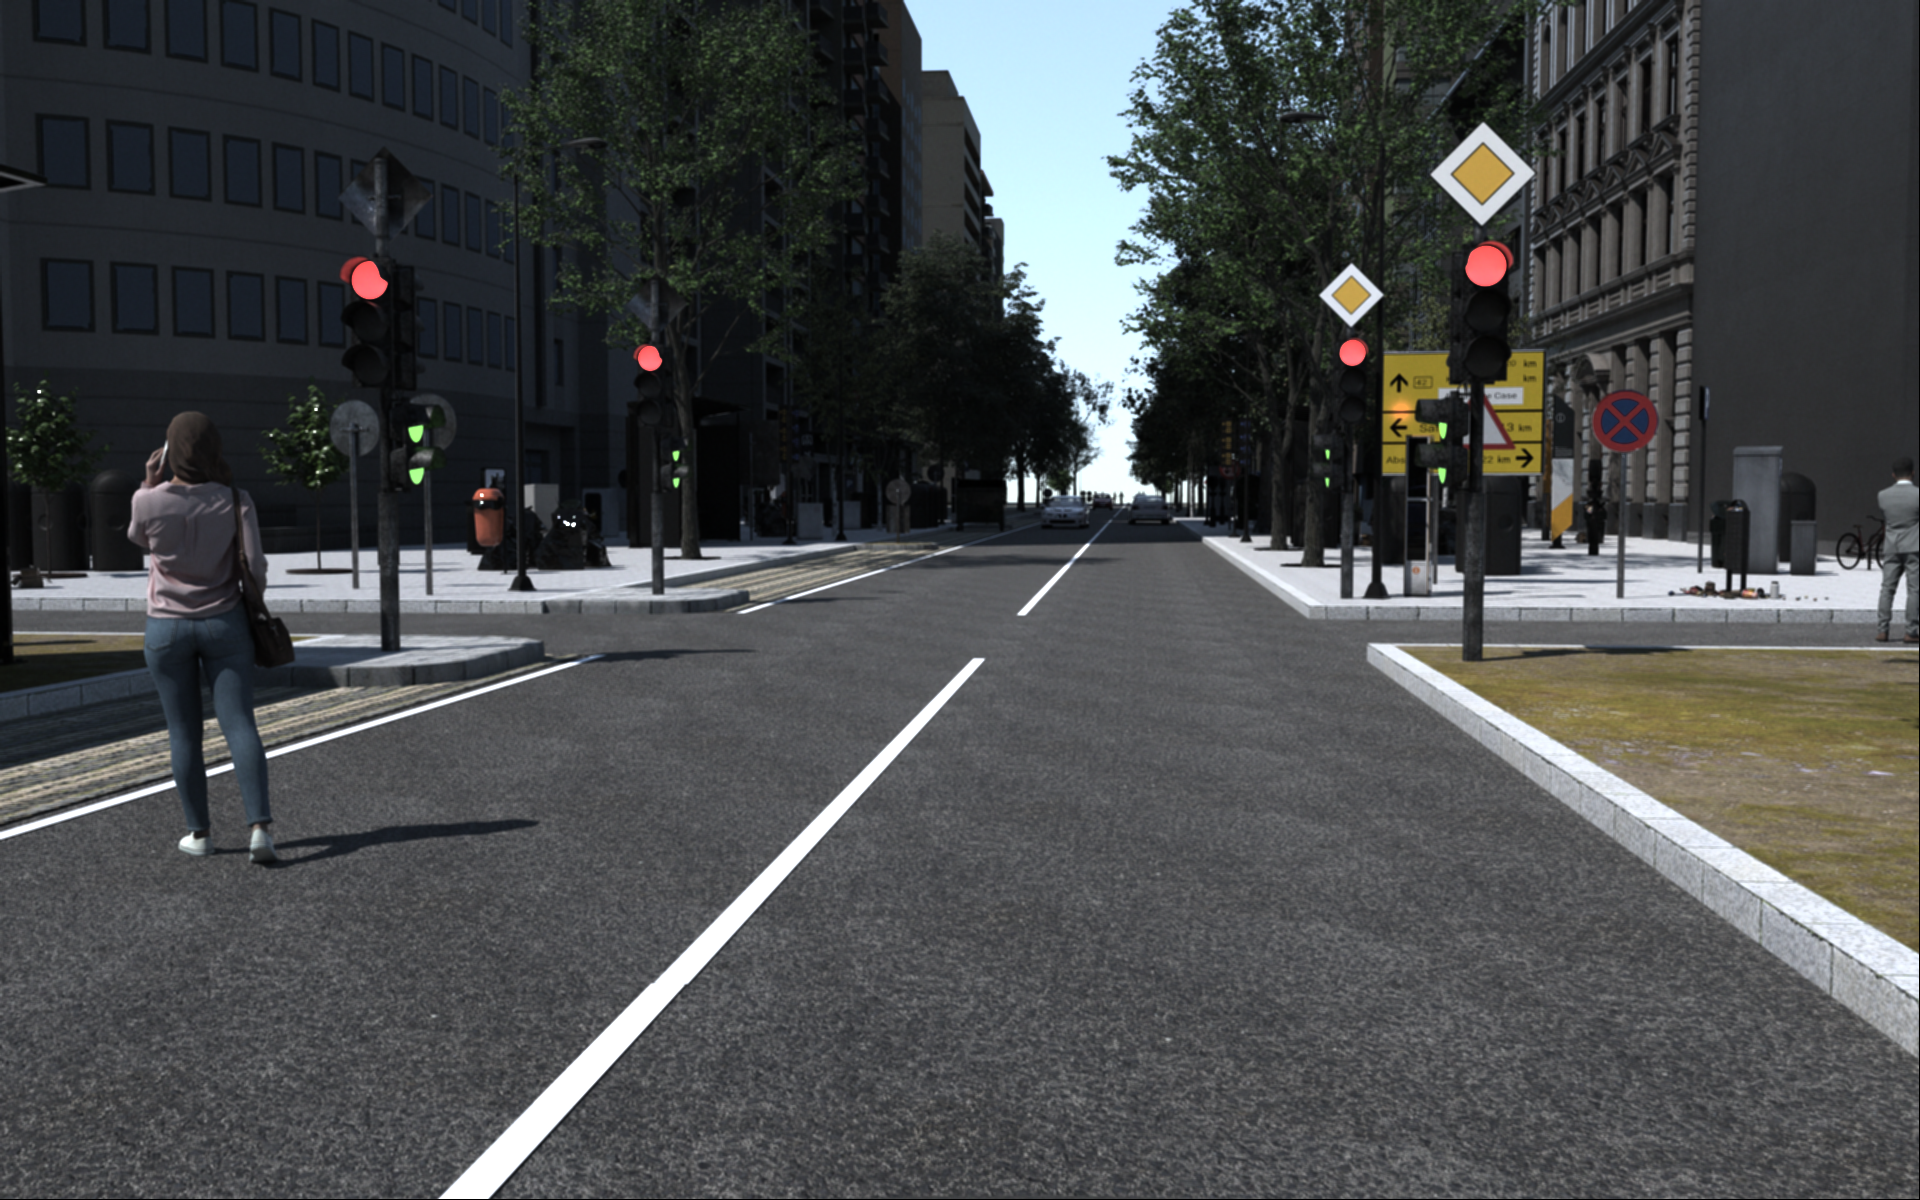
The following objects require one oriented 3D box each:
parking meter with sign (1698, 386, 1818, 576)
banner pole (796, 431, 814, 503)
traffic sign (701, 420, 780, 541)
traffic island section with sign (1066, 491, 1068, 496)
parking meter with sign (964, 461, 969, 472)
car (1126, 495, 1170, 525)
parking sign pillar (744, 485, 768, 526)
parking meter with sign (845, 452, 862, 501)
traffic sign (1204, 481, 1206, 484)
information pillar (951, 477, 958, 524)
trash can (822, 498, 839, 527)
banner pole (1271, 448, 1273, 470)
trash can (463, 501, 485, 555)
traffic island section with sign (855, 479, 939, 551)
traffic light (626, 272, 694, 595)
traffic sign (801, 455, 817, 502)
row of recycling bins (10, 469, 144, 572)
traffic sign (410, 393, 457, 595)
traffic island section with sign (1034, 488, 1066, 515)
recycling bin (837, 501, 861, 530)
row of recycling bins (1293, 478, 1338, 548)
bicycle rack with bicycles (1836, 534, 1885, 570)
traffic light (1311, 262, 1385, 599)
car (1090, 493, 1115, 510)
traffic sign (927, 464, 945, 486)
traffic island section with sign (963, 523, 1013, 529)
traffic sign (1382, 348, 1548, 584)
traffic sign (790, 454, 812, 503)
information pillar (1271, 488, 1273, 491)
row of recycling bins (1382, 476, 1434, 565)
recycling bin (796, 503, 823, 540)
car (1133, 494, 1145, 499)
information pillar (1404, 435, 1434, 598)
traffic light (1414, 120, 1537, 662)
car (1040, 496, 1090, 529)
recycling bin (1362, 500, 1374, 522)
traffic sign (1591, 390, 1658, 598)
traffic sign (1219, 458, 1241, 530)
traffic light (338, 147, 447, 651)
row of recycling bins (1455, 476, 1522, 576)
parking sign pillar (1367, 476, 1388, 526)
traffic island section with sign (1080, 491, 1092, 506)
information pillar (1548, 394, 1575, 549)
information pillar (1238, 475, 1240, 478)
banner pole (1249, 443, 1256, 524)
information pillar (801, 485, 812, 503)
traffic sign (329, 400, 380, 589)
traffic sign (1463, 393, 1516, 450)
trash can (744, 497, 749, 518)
[{"bbox_3d":[12.739,-1.919,27.644,1.738,3.016,0.543,2,4,30],"label":"parking meter with sign"},{"bbox_3d":[-5.496,-4.321,60.664,0.863,3.779,0.401,1,4,11],"label":"banner pole"},{"bbox_3d":[-6.067,-3.288,47.632,2.265,3.308,0.079,0,4,6],"label":"traffic sign"},{"bbox_3d":[8.961,-8.556,148.514,1.989,1.847,2.006,0,4,6],"label":"traffic island section with sign"},{"bbox_3d":[0.401,-5.927,93.172,0.543,3.016,1.738,1,4,13],"label":"parking meter with sign"},{"bbox_3d":[8.963,-4.277,82.293,2.083,1.381,4.827,0,4,4],"label":"car"},{"bbox_3d":[-7.985,-4.977,69.852,1.447,3.967,1.447,-1,4,-10],"label":"parking sign pillar"},{"bbox_3d":[-4.468,-4.571,71.000,0.543,3.016,1.738,1,4,10],"label":"parking meter with sign"},{"bbox_3d":[13.086,-5.492,89.803,0.884,2.594,0.081,1,4,12],"label":"traffic sign"},{"bbox_3d":[-0.172,-4.312,74.988,0.304,2.012,0.304,-3,4,-38],"label":"information pillar"},{"bbox_3d":[-4.980,-3.387,67.038,0.748,1.137,0.748,0,3,0],"label":"trash can"},{"bbox_3d":[14.553,-5.580,81.249,0.863,3.779,0.401,-1,4,-8],"label":"banner pole"},{"bbox_3d":[-10.137,-1.532,36.696,0.748,1.137,0.748,0,3,0],"label":"trash can"},{"bbox_3d":[-1.590,-2.200,44.601,1.989,1.847,2.006,0,4,6],"label":"traffic island section with sign"},{"bbox_3d":[-3.838,-2.024,22.007,0.839,4.253,0.868,0,4,6],"label":"traffic light"},{"bbox_3d":[-5.068,-3.478,56.969,0.768,2.556,0.104,1,4,13],"label":"traffic sign"},{"bbox_3d":[-15.434,-1.343,29.074,3.534,1.692,1.069,0,4,7],"label":"row of recycling bins"},{"bbox_3d":[-6.742,-1.335,21.932,0.768,2.556,0.104,1,4,8],"label":"traffic sign"},{"bbox_3d":[6.236,-6.916,121.697,1.989,1.847,2.006,0,4,6],"label":"traffic island section with sign"},{"bbox_3d":[-4.044,-3.038,62.227,0.722,1.027,0.722,-2,4,-33],"label":"recycling bin"},{"bbox_3d":[8.661,-2.166,42.527,1.069,1.692,3.534,0,4,8],"label":"row of recycling bins"},{"bbox_3d":[16.197,-0.911,28.284,2.852,0.926,2.925,0,4,-3],"label":"bicycle rack with bicycles"},{"bbox_3d":[4.731,-1.972,21.156,0.839,4.253,0.868,0,4,6],"label":"traffic light"},{"bbox_3d":[12.698,-8.892,154.425,2.155,1.783,4.494,0,4,4],"label":"car"},{"bbox_3d":[-1.041,-4.517,73.954,0.768,2.556,0.104,1,4,12],"label":"traffic sign"},{"bbox_3d":[1.162,-3.861,71.752,1.989,1.847,2.006,0,4,6],"label":"traffic island section with sign"},{"bbox_3d":[7.077,-1.872,24.479,2.265,3.308,0.079,1,4,13],"label":"traffic sign"},{"bbox_3d":[-5.216,-3.430,56.079,0.884,2.594,0.081,1,4,9],"label":"traffic sign"},{"bbox_3d":[11.725,-3.673,64.545,0.304,2.012,0.304,3,4,36],"label":"information pillar"},{"bbox_3d":[8.545,-1.590,33.115,1.069,1.692,3.534,1,4,15],"label":"row of recycling bins"},{"bbox_3d":[-4.242,-2.217,48.810,0.722,1.027,0.722,-1,4,-9],"label":"recycling bin"},{"bbox_3d":[23.705,-13.357,227.426,2.155,1.783,4.494,0,4,6],"label":"car"},{"bbox_3d":[5.716,-1.045,21.576,0.304,2.012,0.304,2,4,24],"label":"information pillar"},{"bbox_3d":[3.924,-1.486,13.212,0.839,4.253,0.868,0,4,6],"label":"traffic light"},{"bbox_3d":[4.480,-3.727,73.302,2.083,1.381,4.827,0,4,7],"label":"car"},{"bbox_3d":[18.928,-4.086,79.353,0.722,1.027,0.722,-1,4,-20],"label":"recycling bin"},{"bbox_3d":[8.131,-1.293,21.251,0.768,2.556,0.104,1,4,15],"label":"traffic sign"},{"bbox_3d":[9.602,-3.761,61.604,0.768,2.556,0.104,1,4,13],"label":"traffic sign"},{"bbox_3d":[-4.645,-1.538,14.063,0.839,4.253,0.868,0,4,6],"label":"traffic light"},{"bbox_3d":[8.743,-1.324,28.760,1.069,1.692,3.534,1,4,15],"label":"row of recycling bins"},{"bbox_3d":[17.362,-5.024,70.615,1.447,3.967,1.447,2,4,34],"label":"parking sign pillar"},{"bbox_3d":[17.301,-13.579,230.639,1.989,1.847,2.006,0,4,6],"label":"traffic island section with sign"},{"bbox_3d":[14.087,-3.007,40.518,0.504,3.616,0.183,0,4,-1],"label":"information pillar"},{"bbox_3d":[10.783,-3.760,65.964,0.304,2.012,0.304,3,4,38],"label":"information pillar"},{"bbox_3d":[12.450,-5.147,74.165,0.401,3.779,0.863,-2,4,-33],"label":"banner pole"},{"bbox_3d":[-5.762,-3.711,65.163,0.304,2.012,0.304,2,4,31],"label":"information pillar"},{"bbox_3d":[-8.197,-1.426,23.423,0.768,2.556,0.104,1,4,13],"label":"traffic sign"},{"bbox_3d":[6.220,-1.276,20.860,0.884,2.594,0.081,0,4,6],"label":"traffic sign"},{"bbox_3d":[-10.908,-4.798,90.096,0.748,1.137,0.748,0,3,0],"label":"trash can"}]
